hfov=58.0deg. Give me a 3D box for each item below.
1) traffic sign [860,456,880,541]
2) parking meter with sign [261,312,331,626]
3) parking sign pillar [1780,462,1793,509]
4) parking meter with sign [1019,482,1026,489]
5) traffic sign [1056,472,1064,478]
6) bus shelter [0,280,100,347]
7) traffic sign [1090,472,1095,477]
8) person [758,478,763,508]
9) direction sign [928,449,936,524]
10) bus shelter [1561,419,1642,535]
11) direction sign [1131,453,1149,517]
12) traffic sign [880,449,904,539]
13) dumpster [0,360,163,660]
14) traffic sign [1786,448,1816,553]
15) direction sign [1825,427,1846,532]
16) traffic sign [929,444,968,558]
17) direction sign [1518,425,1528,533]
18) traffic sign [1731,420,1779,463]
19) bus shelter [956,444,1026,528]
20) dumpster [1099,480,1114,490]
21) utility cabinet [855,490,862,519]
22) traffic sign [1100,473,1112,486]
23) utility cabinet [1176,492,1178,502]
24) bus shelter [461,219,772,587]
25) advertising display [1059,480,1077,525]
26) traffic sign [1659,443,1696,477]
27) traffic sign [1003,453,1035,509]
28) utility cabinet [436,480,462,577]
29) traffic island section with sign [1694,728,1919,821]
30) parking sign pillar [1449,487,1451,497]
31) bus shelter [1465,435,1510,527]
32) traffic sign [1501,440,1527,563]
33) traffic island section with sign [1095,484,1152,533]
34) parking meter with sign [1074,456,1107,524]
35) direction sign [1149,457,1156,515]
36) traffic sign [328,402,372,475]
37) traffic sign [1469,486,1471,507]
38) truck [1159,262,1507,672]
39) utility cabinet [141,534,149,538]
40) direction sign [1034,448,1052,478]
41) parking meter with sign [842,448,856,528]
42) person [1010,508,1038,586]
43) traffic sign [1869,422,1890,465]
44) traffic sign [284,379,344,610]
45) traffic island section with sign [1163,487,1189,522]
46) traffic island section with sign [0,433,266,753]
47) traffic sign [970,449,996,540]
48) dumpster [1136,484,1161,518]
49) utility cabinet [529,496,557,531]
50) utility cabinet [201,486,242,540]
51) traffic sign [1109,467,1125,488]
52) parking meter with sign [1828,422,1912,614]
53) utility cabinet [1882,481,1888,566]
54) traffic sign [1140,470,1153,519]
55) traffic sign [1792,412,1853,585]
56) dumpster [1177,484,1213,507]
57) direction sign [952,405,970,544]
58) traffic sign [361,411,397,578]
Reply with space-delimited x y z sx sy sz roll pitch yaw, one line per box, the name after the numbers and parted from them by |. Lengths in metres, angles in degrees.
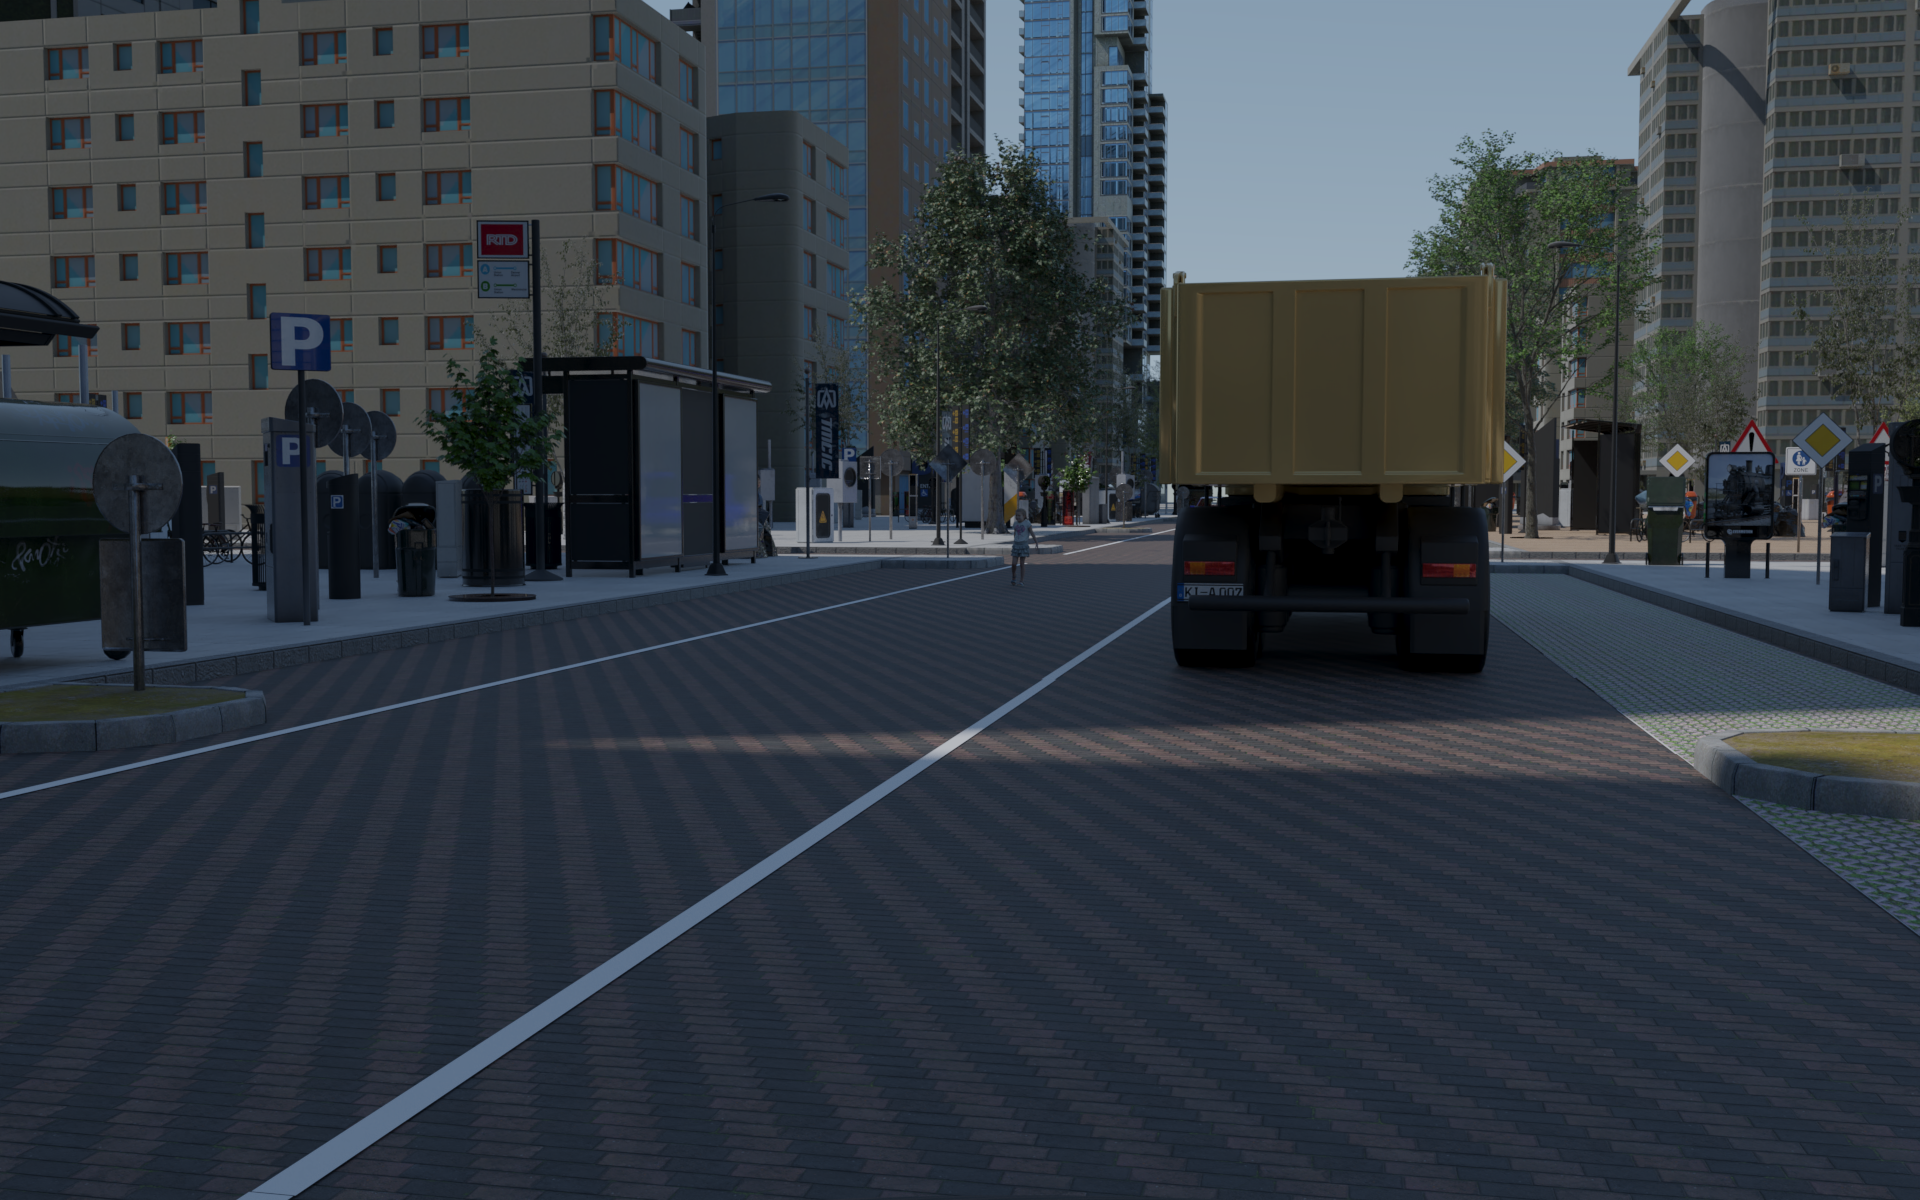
-2.440 -2.740 46.921 0.606 2.300 0.079 1 4 21 | traffic sign
-6.772 -1.302 17.544 0.543 3.016 1.738 -2 4 -29 | parking meter with sign
50.671 -7.200 106.186 1.447 3.967 1.447 1 4 12 | parking sign pillar
4.023 -7.140 112.996 0.543 3.016 1.738 0 4 -5 | parking meter with sign
4.571 -4.637 76.994 0.795 2.450 0.064 1 4 14 | traffic sign
-9.730 -1.229 14.017 2.014 3.302 5.546 1 4 12 | bus shelter
7.394 -6.079 99.503 0.768 2.556 0.104 1 4 17 | traffic sign
-4.953 -2.032 41.741 0.654 1.822 0.581 1 4 11 | person
-1.166 -4.967 73.208 0.379 3.537 0.876 0 4 4 | direction sign
21.071 -4.024 57.067 1.731 3.624 6.357 1 4 12 | bus shelter
9.890 -6.376 96.252 0.876 3.537 0.379 -1 4 -17 | direction sign
-1.954 -2.985 48.907 0.768 2.556 0.104 1 4 19 | traffic sign
-7.069 -0.620 12.628 1.502 2.255 1.985 1 4 12 | dumpster
18.387 -2.189 37.917 0.606 2.300 0.079 1 4 20 | traffic sign
29.634 -4.079 58.687 0.876 3.537 0.379 -1 4 -22 | direction sign
-0.239 -1.896 34.648 0.795 2.450 0.064 1 4 12 | traffic sign
18.548 -3.967 56.859 0.379 3.537 0.876 3 5 43 | direction sign
13.852 -1.858 30.374 0.884 2.594 0.081 1 4 18 | traffic sign
1.105 -4.516 67.764 2.014 3.302 5.546 1 4 12 | bus shelter
8.833 -6.422 107.492 1.502 2.255 1.985 1 4 12 | dumpster
-5.078 -4.793 87.039 0.318 1.500 1.173 0 4 -1 | utility cabinet
8.811 -6.380 104.420 0.768 2.556 0.104 1 4 14 | traffic sign
14.768 -6.485 114.712 1.173 1.500 0.318 -1 4 -15 | utility cabinet
-5.455 -3.074 27.899 2.179 5.291 8.768 1 4 12 | bus shelter
4.524 -4.099 72.238 0.974 1.923 0.123 3 5 42 | advertising display
16.353 -2.346 39.539 0.795 2.450 0.064 1 4 17 | traffic sign
1.429 -2.374 42.457 0.795 2.450 0.064 1 4 12 | traffic sign
-7.948 -1.118 26.951 0.318 1.500 1.173 -1 4 -11 | utility cabinet
4.725 0.015 8.389 1.989 1.847 2.006 1 4 12 | traffic island section with sign
29.676 -7.139 105.197 1.447 3.967 1.447 0 4 -2 | parking sign pillar
20.314 -4.664 67.543 1.731 3.624 6.357 1 4 12 | bus shelter
10.167 -1.760 32.413 0.795 2.450 0.064 1 4 12 | traffic sign
6.148 -3.430 64.715 1.989 1.847 2.006 1 4 12 | traffic island section with sign
5.596 -4.740 73.768 0.543 3.016 1.738 3 5 41 | parking meter with sign
11.547 -6.955 105.706 0.876 3.537 0.379 -1 4 -21 | direction sign
-8.479 -1.459 23.964 0.768 2.556 0.104 1 4 16 | traffic sign
11.835 -2.237 40.223 0.795 2.450 0.064 1 4 12 | traffic sign
3.828 -1.332 17.710 3.469 3.379 9.791 1 4 13 | truck
-9.738 -0.547 20.099 0.306 1.237 1.020 0 4 -6 | utility cabinet
4.039 -5.678 84.825 0.876 3.537 0.379 1 4 10 | direction sign
-4.255 -4.278 66.213 0.543 3.016 1.738 0 4 -5 | parking meter with sign
1.005 -0.827 27.029 0.505 1.210 0.382 1 4 23 | person
16.686 -1.919 31.383 0.884 2.594 0.081 1 4 17 | traffic sign
-7.153 -1.165 19.154 0.768 2.556 0.104 1 4 17 | traffic sign
11.767 -5.043 91.081 1.989 1.847 2.006 1 4 12 | traffic island section with sign
-5.411 -0.118 10.555 1.989 1.847 2.006 1 4 12 | traffic island section with sign
0.633 -2.970 48.660 0.768 2.556 0.104 1 4 14 | traffic sign
10.140 -5.356 93.337 1.264 1.857 1.865 1 4 12 | dumpster
-13.704 -2.808 57.067 0.306 1.237 1.020 2 4 35 | utility cabinet
-20.325 -2.369 47.412 1.173 1.500 0.318 -1 4 -11 | utility cabinet
7.361 -4.961 81.223 0.768 2.556 0.104 1 4 15 | traffic sign
10.275 -1.357 18.453 1.738 3.016 0.543 2 4 33 | parking meter with sign
16.321 -1.335 30.510 1.173 1.500 0.318 -3 4 -36 | utility cabinet
9.719 -5.546 90.775 0.768 2.556 0.104 1 4 21 | traffic sign
12.159 -1.425 24.477 0.795 2.450 0.064 1 4 13 | traffic sign
12.944 -5.530 95.365 1.985 2.255 1.502 1 4 10 | dumpster
0.020 -3.199 44.299 0.379 3.537 0.876 -2 4 -29 | direction sign
-8.942 -1.611 26.450 0.768 2.556 0.104 1 4 18 | traffic sign
